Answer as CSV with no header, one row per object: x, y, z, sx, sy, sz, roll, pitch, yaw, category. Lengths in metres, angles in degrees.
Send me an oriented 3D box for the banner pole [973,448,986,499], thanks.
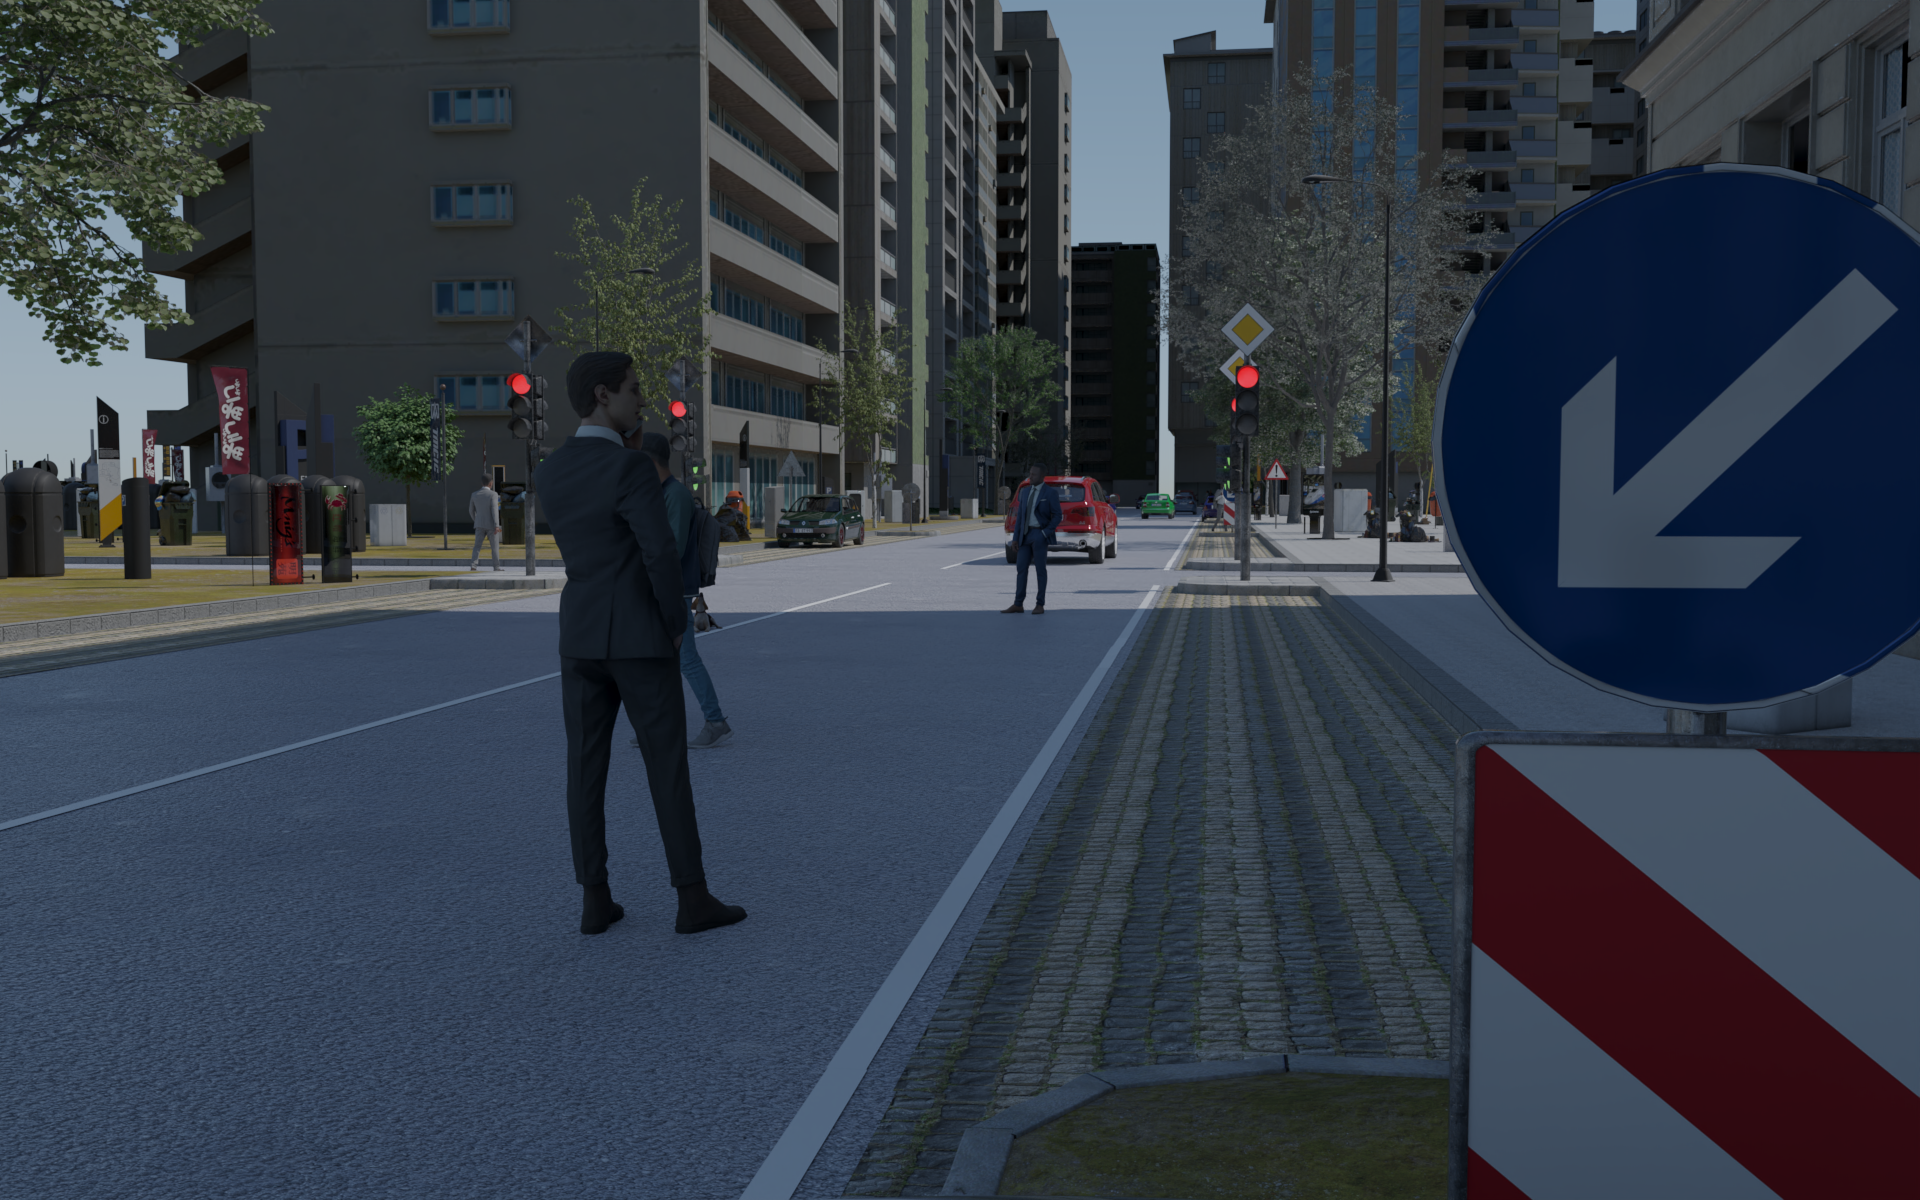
0.992,-6.321,93.363,0.863,3.779,0.401,1,4,15,banner pole

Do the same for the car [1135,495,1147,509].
17.816,-9.393,166.161,1.945,1.354,3.894,1,4,9,car

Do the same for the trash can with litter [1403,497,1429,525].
19.137,-3.734,72.441,1.055,1.170,0.624,-1,4,-17,trash can with litter

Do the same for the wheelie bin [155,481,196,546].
-19.441,-2.148,43.035,0.693,1.594,0.980,3,4,37,wheelie bin

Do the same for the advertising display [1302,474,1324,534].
11.416,-3.086,55.674,0.123,1.923,0.974,-3,4,-38,advertising display

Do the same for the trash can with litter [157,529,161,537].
-23.316,-2.426,51.057,1.055,1.170,0.624,2,4,32,trash can with litter

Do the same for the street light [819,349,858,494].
-3.961,-5.088,55.726,1.470,5.913,1.316,1,4,8,street light

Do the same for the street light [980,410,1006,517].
1.827,-7.559,96.136,1.470,5.913,1.316,1,4,8,street light

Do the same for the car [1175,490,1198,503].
22.591,-10.056,173.082,2.281,1.827,5.304,1,4,10,car

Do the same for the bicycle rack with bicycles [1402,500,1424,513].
26.726,-5.279,99.693,2.852,0.926,2.925,1,4,19,bicycle rack with bicycles

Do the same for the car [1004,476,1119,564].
2.227,-1.745,37.205,2.281,1.827,5.304,1,4,10,car

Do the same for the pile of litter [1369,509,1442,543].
12.068,-1.983,46.384,1.176,0.858,1.719,-2,4,-31,pile of litter

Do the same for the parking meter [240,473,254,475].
-18.681,-2.434,45.513,0.255,1.863,0.399,1,4,12,parking meter

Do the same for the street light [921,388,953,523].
-1.022,-6.324,75.938,1.470,5.913,1.316,1,4,8,street light

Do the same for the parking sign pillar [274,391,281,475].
-17.347,-3.500,45.702,1.447,3.967,1.447,3,5,39,parking sign pillar

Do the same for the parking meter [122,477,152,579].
-12.426,-1.084,26.136,0.372,1.533,0.369,0,3,0,parking meter

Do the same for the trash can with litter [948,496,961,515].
-0.245,-5.757,105.189,2.233,1.210,1.678,0,4,-7,trash can with litter

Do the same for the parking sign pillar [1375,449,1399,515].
25.714,-7.085,104.313,1.447,3.967,1.447,-3,5,-43,parking sign pillar

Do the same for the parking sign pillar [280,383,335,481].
-15.788,-3.318,42.717,1.447,3.967,1.447,-2,4,-30,parking sign pillar

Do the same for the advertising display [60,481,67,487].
-43.152,-4.739,82.704,0.974,1.923,0.123,-3,4,-38,advertising display

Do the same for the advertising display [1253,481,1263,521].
14.509,-4.842,84.385,0.123,1.923,0.974,-1,4,-10,advertising display

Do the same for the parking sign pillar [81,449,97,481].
-52.268,-7.066,103.996,1.447,3.967,1.447,0,4,-2,parking sign pillar

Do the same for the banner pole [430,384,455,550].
-11.951,-3.042,39.761,0.401,3.779,0.863,-3,5,-44,banner pole

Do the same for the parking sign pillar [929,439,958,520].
-0.800,-5.943,85.633,1.447,3.967,1.447,0,4,1,parking sign pillar

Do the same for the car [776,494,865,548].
-3.765,-2.283,47.109,2.009,1.686,4.222,1,4,9,car

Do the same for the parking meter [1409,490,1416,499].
27.836,-6.005,106.592,0.372,1.533,0.369,0,3,0,parking meter

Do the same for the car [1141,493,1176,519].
11.502,-5.607,100.475,1.959,1.807,4.718,1,4,9,car

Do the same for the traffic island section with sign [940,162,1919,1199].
0.917,0.351,2.886,1.989,1.847,2.006,1,4,8,traffic island section with sign

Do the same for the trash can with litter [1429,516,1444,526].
19.536,-3.608,70.380,0.624,1.170,1.055,1,4,21,trash can with litter

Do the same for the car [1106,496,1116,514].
7.952,-5.292,99.103,1.945,1.354,3.894,1,4,10,car

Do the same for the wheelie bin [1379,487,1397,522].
19.832,-4.430,80.334,0.693,1.594,0.980,-1,4,-11,wheelie bin

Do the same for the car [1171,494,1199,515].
15.647,-6.662,120.931,2.014,1.417,4.499,1,4,9,car

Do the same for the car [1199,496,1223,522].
13.383,-4.717,89.709,1.945,1.354,3.894,0,4,8,car

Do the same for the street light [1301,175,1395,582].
5.670,-3.228,25.316,1.470,5.913,1.316,1,4,8,street light

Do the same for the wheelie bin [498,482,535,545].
-11.268,-2.201,43.896,0.980,1.594,0.693,0,4,-5,wheelie bin

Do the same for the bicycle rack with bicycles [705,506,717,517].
-7.679,-2.368,52.096,2.925,0.926,2.852,2,4,31,bicycle rack with bicycles

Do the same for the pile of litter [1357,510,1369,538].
12.236,-2.236,50.520,1.176,0.858,1.719,0,4,-5,pile of litter

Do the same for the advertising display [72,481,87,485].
-42.811,-4.854,84.570,0.123,1.923,0.974,2,4,35,advertising display

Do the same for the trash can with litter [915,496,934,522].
-1.907,-4.309,81.516,1.678,1.210,2.233,0,4,-5,trash can with litter

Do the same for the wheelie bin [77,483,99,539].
-24.971,-2.570,49.921,0.980,1.594,0.693,2,4,27,wheelie bin

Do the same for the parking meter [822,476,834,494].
-4.407,-3.176,57.646,0.399,1.863,0.255,-2,4,-31,parking meter

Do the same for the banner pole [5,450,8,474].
-53.943,-6.609,98.068,0.401,3.779,0.863,-2,4,-26,banner pole

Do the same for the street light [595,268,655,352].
-6.961,-3.870,35.810,1.470,5.913,1.316,1,4,8,street light
